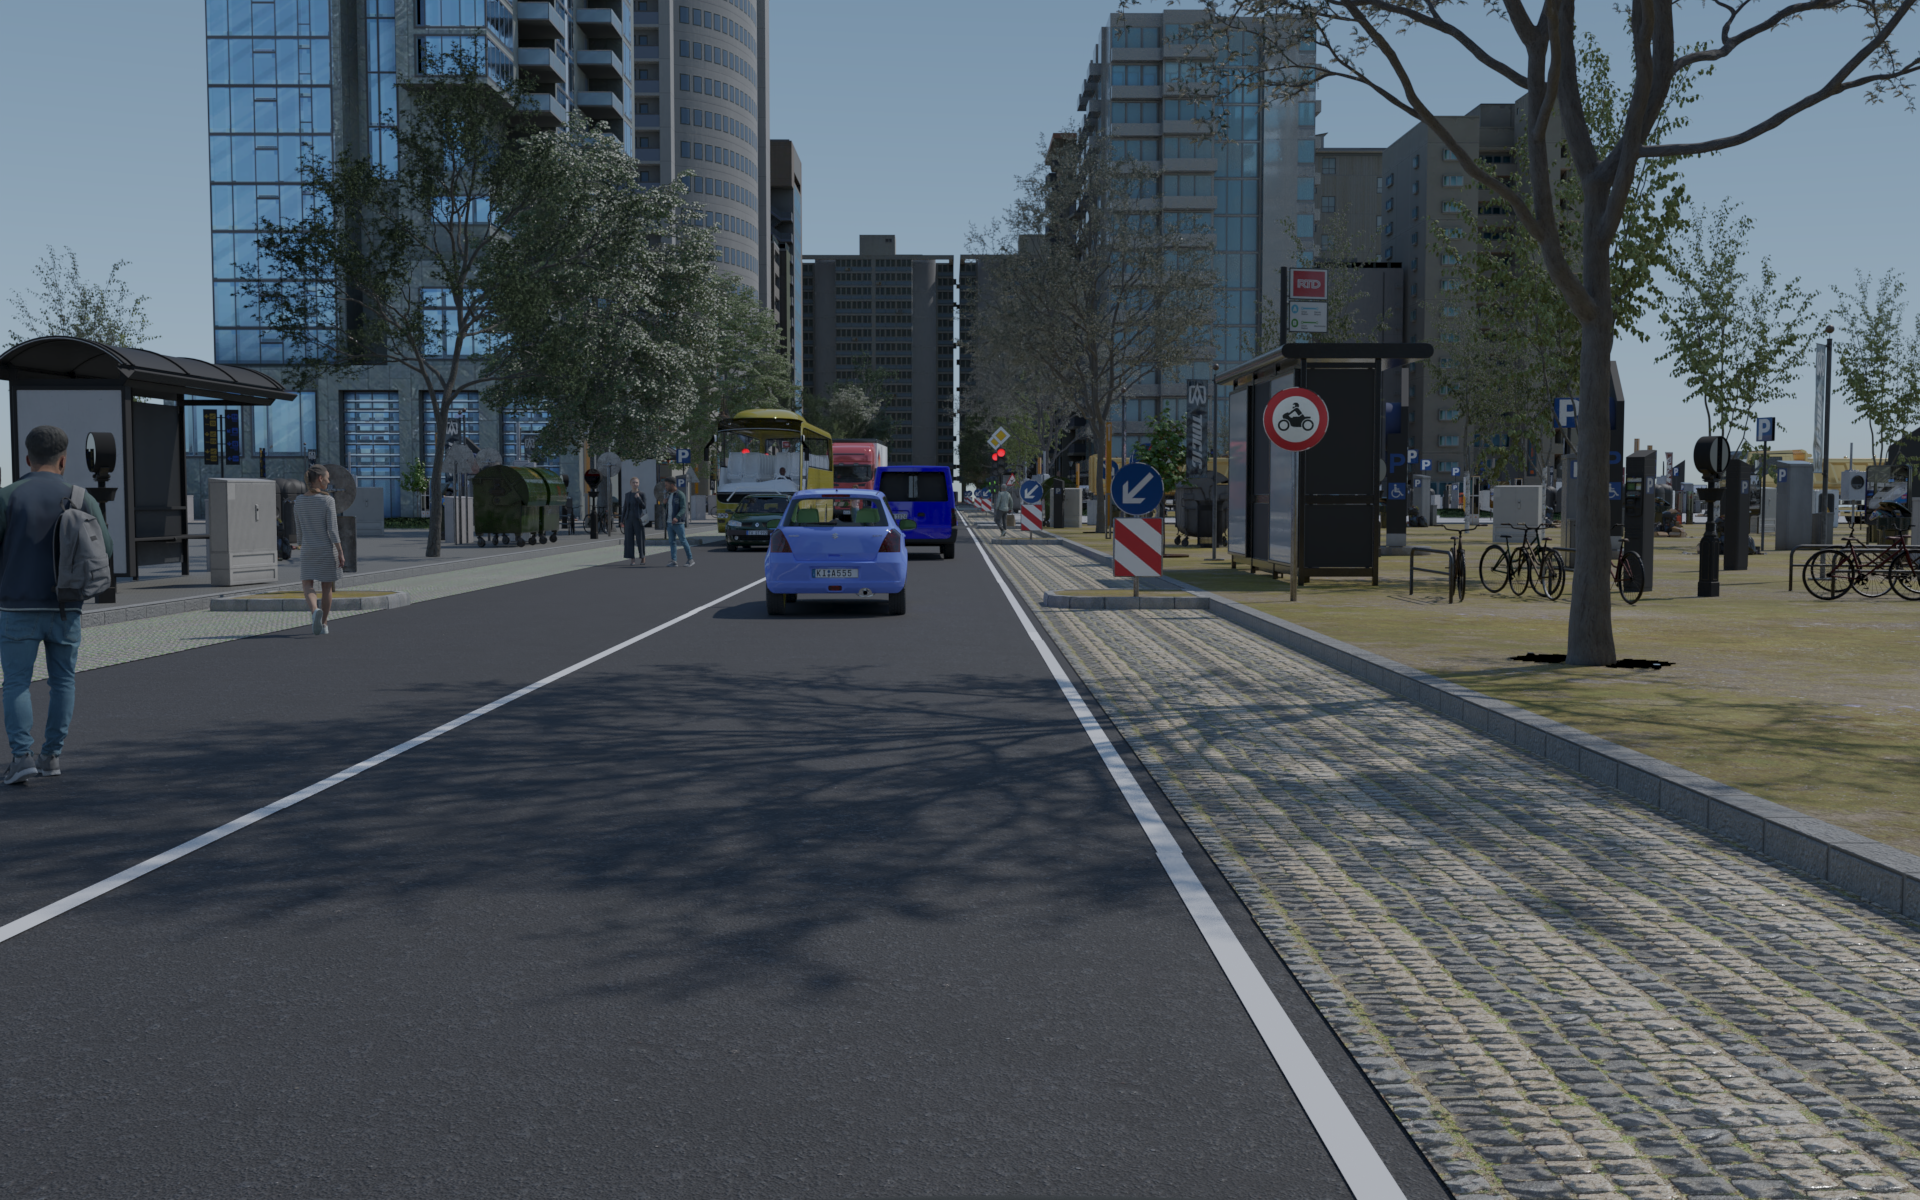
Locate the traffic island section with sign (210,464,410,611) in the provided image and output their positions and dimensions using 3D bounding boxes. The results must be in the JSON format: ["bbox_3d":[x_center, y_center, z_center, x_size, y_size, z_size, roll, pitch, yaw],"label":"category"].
[{"bbox_3d":[-8.113,-0.814,21.936,1.989,1.847,2.006,0,4,0],"label":"traffic island section with sign"}]

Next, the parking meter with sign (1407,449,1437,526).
[{"bbox_3d":[18.255,-4.411,68.374,0.543,3.016,1.738,3,5,43],"label":"parking meter with sign"}]

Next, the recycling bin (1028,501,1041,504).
[{"bbox_3d":[3.757,-4.492,86.001,0.722,1.027,0.722,0,4,-4],"label":"recycling bin"}]

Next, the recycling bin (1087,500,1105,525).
[{"bbox_3d":[5.702,-3.575,71.010,0.722,1.027,0.722,-3,5,-45],"label":"recycling bin"}]

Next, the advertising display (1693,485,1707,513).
[{"bbox_3d":[50.306,-6.888,117.827,0.974,1.923,0.123,0,4,-2],"label":"advertising display"}]

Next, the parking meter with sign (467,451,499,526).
[{"bbox_3d":[-19.602,-4.518,70.134,1.738,3.016,0.543,-2,4,-31],"label":"parking meter with sign"}]

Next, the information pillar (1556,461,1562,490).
[{"bbox_3d":[40.676,-7.709,117.388,0.504,3.616,0.183,2,4,34],"label":"information pillar"}]

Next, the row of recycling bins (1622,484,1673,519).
[{"bbox_3d":[27.001,-3.738,68.221,3.534,1.692,1.069,-3,5,-40],"label":"row of recycling bins"}]

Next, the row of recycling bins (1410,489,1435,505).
[{"bbox_3d":[34.653,-7.620,131.695,1.069,1.692,3.534,-2,4,-33],"label":"row of recycling bins"}]

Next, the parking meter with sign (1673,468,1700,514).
[{"bbox_3d":[47.938,-7.210,114.151,1.738,3.016,0.543,-1,4,-12],"label":"parking meter with sign"}]

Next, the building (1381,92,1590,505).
[{"bbox_3d":[64.571,-35.987,212.083,21.600,48.544,21.300,0,4,0],"label":"building"}]

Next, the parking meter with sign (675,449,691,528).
[{"bbox_3d":[-10.650,-4.279,66.222,0.543,3.016,1.738,0,4,-3],"label":"parking meter with sign"}]

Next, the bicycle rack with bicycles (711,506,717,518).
[{"bbox_3d":[-11.782,-4.801,91.877,2.925,0.926,2.852,0,4,0],"label":"bicycle rack with bicycles"}]

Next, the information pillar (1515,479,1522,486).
[{"bbox_3d":[26.428,-4.741,82.007,0.304,2.012,0.304,1,4,9],"label":"information pillar"}]

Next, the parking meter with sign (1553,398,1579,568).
[{"bbox_3d":[10.858,-2.098,30.560,0.543,3.016,1.738,1,4,11],"label":"parking meter with sign"}]

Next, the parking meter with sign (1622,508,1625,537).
[{"bbox_3d":[19.053,-3.414,52.081,1.738,3.016,0.543,1,4,15],"label":"parking meter with sign"}]

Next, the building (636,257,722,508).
[{"bbox_3d":[-34.891,-18.030,139.823,27.650,21.520,28.899,0,4,0],"label":"building"}]

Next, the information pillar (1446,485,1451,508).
[{"bbox_3d":[39.698,-8.333,140.739,0.304,2.012,0.304,-3,5,-42],"label":"information pillar"}]

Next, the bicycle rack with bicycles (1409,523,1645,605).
[{"bbox_3d":[6.749,-0.482,21.256,2.852,0.926,2.925,0,4,1],"label":"bicycle rack with bicycles"}]

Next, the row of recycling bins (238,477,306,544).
[{"bbox_3d":[-17.749,-2.288,44.524,1.069,1.692,3.534,0,4,3],"label":"row of recycling bins"}]

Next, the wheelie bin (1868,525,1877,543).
[{"bbox_3d":[24.442,-2.325,45.919,0.693,1.594,0.980,1,4,8],"label":"wheelie bin"}]

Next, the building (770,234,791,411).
[{"bbox_3d":[-26.247,-25.632,190.790,14.160,30.474,14.107,0,4,0],"label":"building"}]

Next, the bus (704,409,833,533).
[{"bbox_3d":[-5.617,-3.803,53.730,2.896,3.916,12.252,0,4,0],"label":"bus"}]

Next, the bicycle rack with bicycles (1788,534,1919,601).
[{"bbox_3d":[11.802,-0.506,21.653,2.925,0.926,2.852,1,4,11],"label":"bicycle rack with bicycles"}]

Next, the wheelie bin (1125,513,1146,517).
[{"bbox_3d":[6.057,-3.162,59.600,0.693,1.594,0.980,-3,4,-38],"label":"wheelie bin"}]

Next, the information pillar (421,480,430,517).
[{"bbox_3d":[-26.160,-4.909,84.752,0.304,2.012,0.304,2,4,31],"label":"information pillar"}]

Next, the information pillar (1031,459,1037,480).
[{"bbox_3d":[4.741,-7.323,111.093,0.183,3.616,0.504,-3,5,-44],"label":"information pillar"}]

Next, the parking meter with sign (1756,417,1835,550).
[{"bbox_3d":[19.092,-2.647,39.545,1.738,3.016,0.543,-1,4,-12],"label":"parking meter with sign"}]

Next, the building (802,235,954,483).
[{"bbox_3d":[-12.515,-34.886,262.265,23.993,40.220,32.217,0,4,0],"label":"building"}]

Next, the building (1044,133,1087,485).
[{"bbox_3d":[21.386,-33.809,207.402,22.147,44.769,28.867,0,4,0],"label":"building"}]

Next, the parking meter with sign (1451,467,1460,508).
[{"bbox_3d":[32.114,-7.102,112.378,0.543,3.016,1.738,1,4,19],"label":"parking meter with sign"}]

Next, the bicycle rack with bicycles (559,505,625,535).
[{"bbox_3d":[-11.719,-2.560,55.238,2.852,0.926,2.925,-2,4,-25],"label":"bicycle rack with bicycles"}]

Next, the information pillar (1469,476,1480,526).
[{"bbox_3d":[21.006,-4.051,70.724,0.304,2.012,0.304,-1,4,-10],"label":"information pillar"}]

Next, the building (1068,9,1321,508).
[{"bbox_3d":[23.559,-34.092,177.012,23.786,49.044,30.456,0,4,0],"label":"building"}]

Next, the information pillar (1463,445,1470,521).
[{"bbox_3d":[24.365,-5.621,83.265,0.183,3.616,0.504,-1,4,-9],"label":"information pillar"}]

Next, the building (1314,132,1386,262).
[{"bbox_3d":[60.128,-41.062,260.600,27.495,52.752,28.713,0,4,0],"label":"building"}]

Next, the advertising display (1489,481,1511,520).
[{"bbox_3d":[26.171,-4.816,83.959,0.974,1.923,0.123,3,4,36],"label":"advertising display"}]

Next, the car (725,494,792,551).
[{"bbox_3d":[-4.973,-2.134,44.673,2.009,1.686,4.222,0,4,1],"label":"car"}]

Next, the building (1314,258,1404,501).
[{"bbox_3d":[46.497,-27.184,216.163,14.107,30.474,14.160,0,4,0],"label":"building"}]

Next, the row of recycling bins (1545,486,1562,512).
[{"bbox_3d":[31.563,-5.157,91.434,1.069,1.692,3.534,-3,5,-44],"label":"row of recycling bins"}]

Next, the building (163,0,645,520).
[{"bbox_3d":[-30.414,-48.154,99.993,22.319,86.520,31.000,0,4,0],"label":"building"}]

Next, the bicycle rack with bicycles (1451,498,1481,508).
[{"bbox_3d":[42.625,-8.238,148.070,2.852,0.926,2.925,3,4,38],"label":"bicycle rack with bicycles"}]

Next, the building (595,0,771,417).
[{"bbox_3d":[-30.395,-38.335,168.781,21.231,58.520,28.212,0,4,0],"label":"building"}]

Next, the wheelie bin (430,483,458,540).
[{"bbox_3d":[-14.340,-2.467,48.238,0.693,1.594,0.980,-3,4,-36],"label":"wheelie bin"}]

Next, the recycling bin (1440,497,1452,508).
[{"bbox_3d":[42.252,-8.438,150.523,0.722,1.027,0.722,-3,4,-36],"label":"recycling bin"}]

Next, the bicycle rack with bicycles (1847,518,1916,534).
[{"bbox_3d":[33.413,-2.952,61.654,2.852,0.926,2.925,3,5,39],"label":"bicycle rack with bicycles"}]

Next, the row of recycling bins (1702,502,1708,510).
[{"bbox_3d":[61.034,-8.263,142.212,1.069,1.692,3.534,3,4,39],"label":"row of recycling bins"}]

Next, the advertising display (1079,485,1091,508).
[{"bbox_3d":[8.910,-7.247,123.706,0.974,1.923,0.123,2,4,30],"label":"advertising display"}]

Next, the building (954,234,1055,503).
[{"bbox_3d":[11.481,-34.862,261.868,23.993,40.220,32.217,0,4,0],"label":"building"}]

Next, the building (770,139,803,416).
[{"bbox_3d":[-27.200,-34.530,214.683,14.200,45.320,14.600,0,4,0],"label":"building"}]

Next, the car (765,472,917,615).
[{"bbox_3d":[-1.510,-0.750,21.861,1.945,1.707,3.694,0,4,-2],"label":"car"}]
